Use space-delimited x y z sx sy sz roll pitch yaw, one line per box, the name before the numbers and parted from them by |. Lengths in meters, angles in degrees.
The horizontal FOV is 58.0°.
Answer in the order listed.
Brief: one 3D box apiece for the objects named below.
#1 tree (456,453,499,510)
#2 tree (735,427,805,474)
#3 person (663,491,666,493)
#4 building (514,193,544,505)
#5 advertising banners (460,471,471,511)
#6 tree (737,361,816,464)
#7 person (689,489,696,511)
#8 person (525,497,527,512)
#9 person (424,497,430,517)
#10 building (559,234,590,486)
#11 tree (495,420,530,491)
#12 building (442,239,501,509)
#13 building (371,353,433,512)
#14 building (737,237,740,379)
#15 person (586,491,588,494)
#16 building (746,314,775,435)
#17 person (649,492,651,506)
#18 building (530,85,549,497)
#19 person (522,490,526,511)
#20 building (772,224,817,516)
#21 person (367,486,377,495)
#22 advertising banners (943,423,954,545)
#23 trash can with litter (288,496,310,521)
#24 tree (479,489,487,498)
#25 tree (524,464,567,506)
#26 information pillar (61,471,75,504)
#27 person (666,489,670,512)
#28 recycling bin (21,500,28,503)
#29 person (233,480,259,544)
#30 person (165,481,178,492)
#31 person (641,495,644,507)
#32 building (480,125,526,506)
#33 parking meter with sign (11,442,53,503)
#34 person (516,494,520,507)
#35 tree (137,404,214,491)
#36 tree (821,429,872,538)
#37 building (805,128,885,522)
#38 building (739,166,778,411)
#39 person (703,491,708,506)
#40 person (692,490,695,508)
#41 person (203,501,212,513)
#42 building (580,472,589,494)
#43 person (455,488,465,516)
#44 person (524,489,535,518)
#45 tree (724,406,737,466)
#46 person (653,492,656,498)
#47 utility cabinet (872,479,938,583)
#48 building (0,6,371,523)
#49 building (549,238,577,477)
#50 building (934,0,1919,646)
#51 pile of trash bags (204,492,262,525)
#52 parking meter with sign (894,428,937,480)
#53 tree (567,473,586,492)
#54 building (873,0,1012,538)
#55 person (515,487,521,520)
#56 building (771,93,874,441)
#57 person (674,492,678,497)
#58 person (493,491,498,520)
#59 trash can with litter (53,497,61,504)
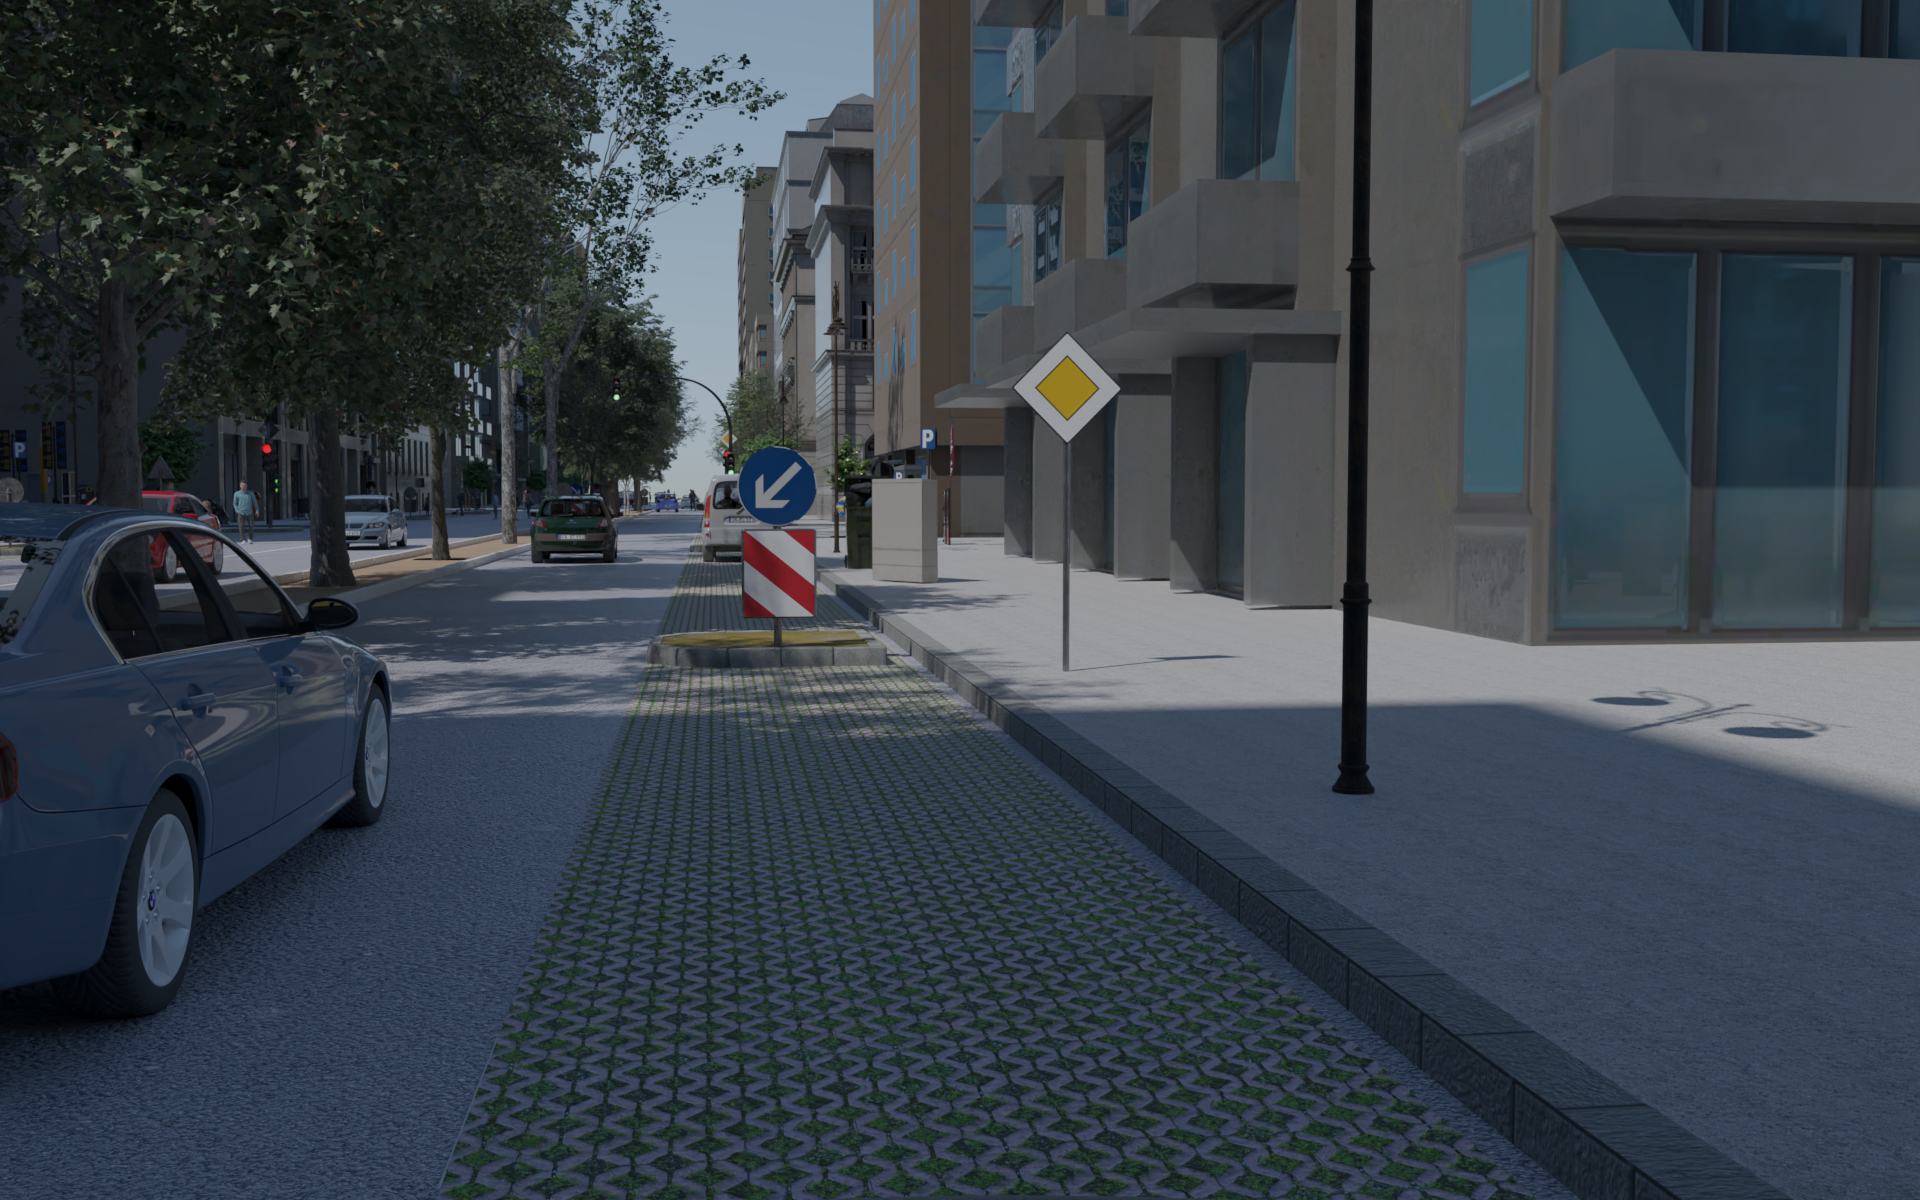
tree | -38.681 -9.491 138.895 4.285 4.588 4.351 0 3 0
tree | -9.190 -6.166 84.526 4.285 4.588 4.351 0 3 0
person | -29.635 -10.099 174.343 1.217 1.743 0.721 2 4 32
building | -58.625 -32.235 210.629 14.154 41.232 14.086 -1 4 -8
advertising banners | -37.386 -8.241 130.935 0.090 3.025 2.074 0 4 4
tree | -9.983 -8.862 95.250 4.360 8.622 3.978 0 3 0
person | -22.393 -8.372 145.182 0.655 1.846 0.447 -1 4 -13
person | -35.135 -8.029 140.779 0.512 1.701 0.522 -1 4 -13
person | -32.128 -5.573 104.280 0.373 1.253 0.362 2 4 34
building | -70.915 -39.492 295.796 14.600 45.320 14.200 -1 4 -8
tree | -42.111 -13.110 164.712 4.360 8.622 3.978 0 3 0
building | -55.939 -33.035 159.733 23.786 49.044 30.456 -1 4 -8
building | -46.551 -17.646 121.789 16.112 22.955 30.059 -1 4 -8
building | -27.353 -41.297 298.911 21.300 48.544 21.600 -1 4 -8
person | -40.930 -11.060 189.886 0.990 1.755 0.434 2 4 34
building | -11.875 -22.411 211.463 27.650 21.520 28.899 -1 4 -8
person | -38.156 -12.504 213.627 0.721 1.739 1.217 0 4 -5
building | -68.468 -56.931 243.485 22.319 86.520 31.000 -1 4 -8
person | -37.711 -8.646 150.416 0.990 1.755 0.434 2 4 35
building | -6.515 -15.147 112.274 10.561 19.102 19.286 -1 4 -8
person | -26.398 -4.225 77.860 0.520 1.790 0.573 -2 4 -27
advertising banners | -0.294 -2.904 43.676 0.090 3.025 2.074 0 4 -6
trash can with litter | -31.572 -4.487 84.420 2.233 1.210 1.678 -1 4 -22
tree | -39.953 -9.158 144.331 1.663 3.219 1.824 0 3 0
tree | -46.461 -12.709 191.507 4.285 4.588 4.351 0 3 0
information pillar | -28.984 -3.173 56.373 0.304 2.012 0.304 1 4 13
person | -23.581 -8.050 140.134 0.555 1.821 0.388 -2 4 -34
recycling bin | -39.062 -3.675 72.646 0.722 1.027 0.722 3 5 43
person | -20.443 -2.512 49.591 0.660 1.820 0.620 -2 4 -30
person | -23.886 -2.674 52.326 0.635 1.810 0.391 -3 5 -45
person | -36.505 -11.608 198.420 0.705 1.807 1.348 2 4 33
building | -62.738 -36.666 188.727 28.713 52.752 27.495 -1 4 -8
parking meter with sign | -30.582 -3.748 57.549 1.738 3.016 0.543 1 4 17
person | -20.279 -4.282 78.293 0.659 1.850 0.755 0 4 -6
tree | -28.878 -4.834 62.755 4.285 4.588 4.351 0 3 0
tree | -3.405 -3.435 50.756 1.663 3.219 1.824 0 3 0
building | 4.741 -14.931 85.914 24.055 21.916 13.314 -1 4 -8
building | -20.759 -38.480 252.854 21.300 48.544 21.600 -1 4 -8
person | -8.909 -3.284 62.212 0.660 1.820 0.620 -1 4 -12
person | -28.208 -10.698 183.037 1.348 1.869 0.705 2 4 26
person | -20.041 -2.009 46.015 0.373 1.253 0.362 -1 4 -10
building | -68.332 -31.232 282.347 14.160 30.474 14.107 -1 4 -8
person | -32.720 -6.402 113.343 0.661 1.801 0.590 3 5 42
person | -25.361 -5.670 101.802 0.593 1.750 0.643 1 4 22
tree | -16.584 -11.356 136.029 4.360 8.622 3.978 0 3 0
person | -53.035 -17.882 301.656 1.217 1.735 0.721 -1 4 -21
utility cabinet | -0.798 -1.012 25.220 0.318 1.500 1.173 -3 5 -40
building | -43.951 -17.441 89.682 19.350 26.468 34.151 -1 4 -8
building | -66.820 -35.743 267.987 14.154 41.232 14.086 -1 4 -8
building | 12.421 -24.929 27.196 23.786 49.044 30.456 -1 4 -8
pile of trash bags | -31.321 -3.874 73.091 3.447 1.369 1.912 -2 4 -29
parking meter with sign | -1.392 -3.009 45.452 0.543 3.016 1.738 3 5 43
tree | -51.276 -14.643 223.121 4.285 4.588 4.351 0 3 0
building | 4.676 -24.875 56.818 14.600 45.320 14.200 -1 4 -8
person | -24.267 -5.257 94.626 0.473 1.802 0.592 -2 4 -28
building | -8.712 -21.953 136.417 11.434 29.767 29.804 -1 4 -8
person | -50.481 -18.203 306.127 1.348 1.823 0.705 1 4 20
person | -26.207 -5.345 97.694 0.330 1.601 0.589 0 4 4
trash can with litter | -32.525 -3.108 62.204 0.624 1.170 1.055 0 4 -4
